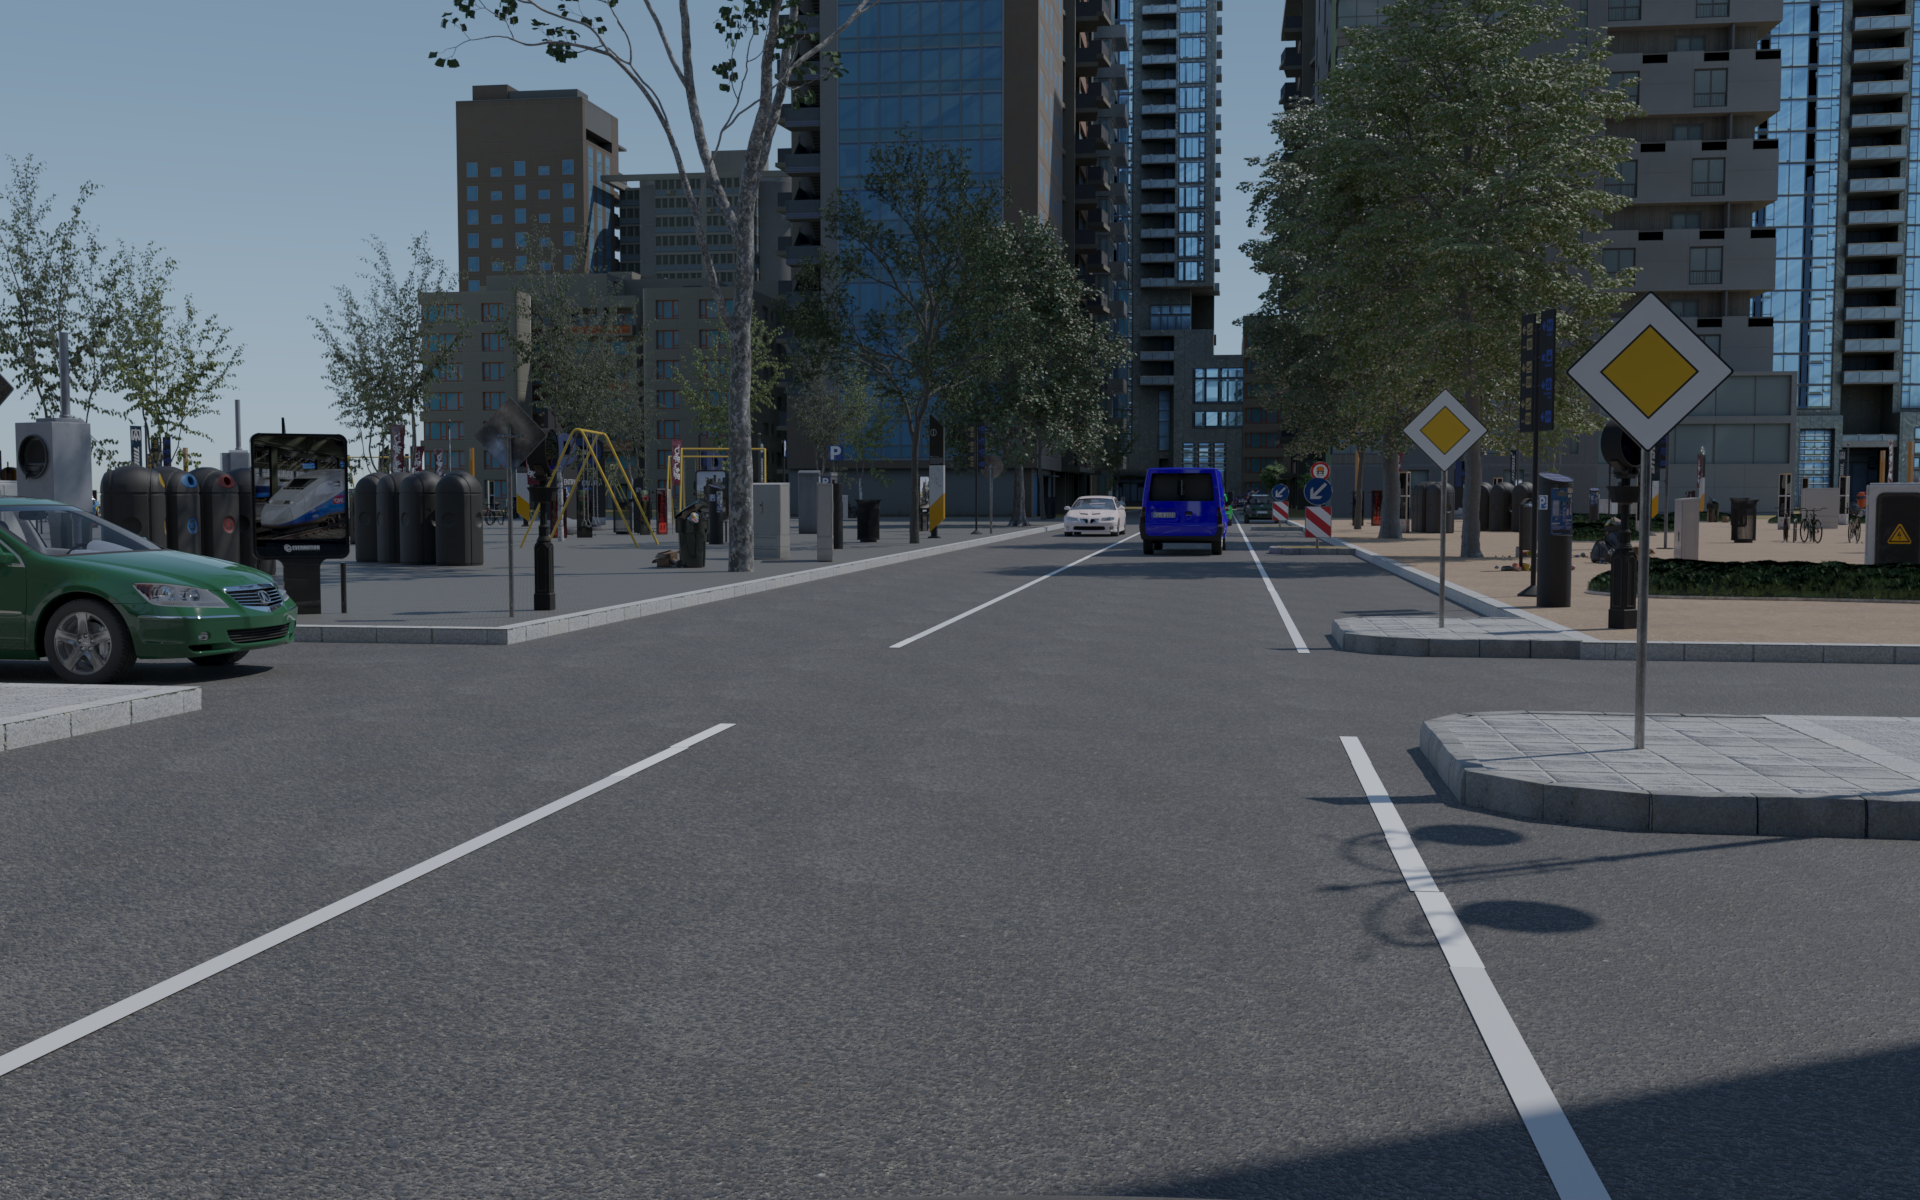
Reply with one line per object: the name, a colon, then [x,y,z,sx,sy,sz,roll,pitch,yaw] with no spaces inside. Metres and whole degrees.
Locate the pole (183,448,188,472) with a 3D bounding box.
pole: [-33.907,-5.018,75.893,0.158,3.312,0.155,0,3,0]

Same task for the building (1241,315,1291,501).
building: [44.996,-20.881,186.442,28.899,21.520,27.650,1,4,9]

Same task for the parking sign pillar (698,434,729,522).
parking sign pillar: [-11.307,-5.530,78.884,1.447,3.967,1.447,2,4,34]

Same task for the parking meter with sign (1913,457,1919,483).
parking meter with sign: [44.563,-5.166,80.726,1.738,3.016,0.543,-3,4,-37]

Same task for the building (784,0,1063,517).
building: [-1.554,-27.581,101.068,14.600,45.320,14.200,1,4,9]

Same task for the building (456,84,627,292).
building: [-45.968,-33.173,192.489,14.200,45.320,14.600,1,4,9]

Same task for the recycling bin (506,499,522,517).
recycling bin: [-24.534,-5.079,95.588,0.722,1.027,0.722,2,4,24]

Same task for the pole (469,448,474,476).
pole: [-21.537,-5.054,76.471,0.158,3.312,0.155,0,3,0]

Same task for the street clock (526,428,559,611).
street clock: [-4.593,-0.889,19.098,0.358,2.002,0.471,0,4,5]

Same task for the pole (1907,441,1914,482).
pole: [36.694,-4.469,66.904,0.158,3.312,0.155,0,3,0]

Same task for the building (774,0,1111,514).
building: [-0.913,-28.640,122.887,22.147,44.769,28.867,1,4,9]

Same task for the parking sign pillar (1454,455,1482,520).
parking sign pillar: [25.578,-6.038,87.192,1.447,3.967,1.447,2,4,32]

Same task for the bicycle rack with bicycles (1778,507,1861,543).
bicycle rack with bicycles: [23.009,-1.995,45.997,2.852,0.926,2.925,2,4,28]

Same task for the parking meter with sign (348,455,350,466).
parking meter with sign: [-27.388,-4.900,76.368,0.543,3.016,1.738,0,4,-4]

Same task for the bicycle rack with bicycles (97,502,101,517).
bicycle rack with bicycles: [-46.988,-4.913,93.711,2.852,0.926,2.925,-3,5,-41]

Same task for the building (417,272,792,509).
building: [-30.051,-19.269,160.082,28.899,21.520,27.650,1,4,9]

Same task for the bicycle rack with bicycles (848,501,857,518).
bicycle rack with bicycles: [-6.234,-4.844,92.583,2.925,0.926,2.852,1,4,12]

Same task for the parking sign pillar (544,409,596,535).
parking sign pillar: [-12.764,-4.097,55.452,1.447,3.967,1.447,1,4,18]

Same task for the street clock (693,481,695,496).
street clock: [-14.566,-5.569,95.617,0.358,2.002,0.471,-1,4,-16]

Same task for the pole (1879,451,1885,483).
pole: [43.294,-5.351,81.340,0.158,3.312,0.155,0,3,0]

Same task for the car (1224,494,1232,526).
car: [11.526,-4.311,79.276,1.959,1.807,4.718,0,4,7]

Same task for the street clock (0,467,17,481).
street clock: [-25.222,-2.537,46.058,0.471,2.002,0.358,0,4,-5]

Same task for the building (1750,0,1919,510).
building: [71.633,-50.941,145.552,31.000,86.520,22.319,1,4,9]

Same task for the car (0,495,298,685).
car: [-7.834,-0.138,14.047,4.920,1.459,2.131,1,4,10]

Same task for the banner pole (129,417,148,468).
banner pole: [-26.437,-4.031,55.921,0.401,3.779,0.863,1,4,22]

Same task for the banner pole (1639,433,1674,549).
banner pole: [16.290,-3.086,40.475,0.863,3.779,0.401,3,4,38]

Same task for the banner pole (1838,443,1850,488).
banner pole: [43.650,-5.842,85.534,0.401,3.779,0.863,-1,4,-12]

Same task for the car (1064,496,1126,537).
car: [4.715,-2.918,60.064,2.083,1.381,4.827,1,4,10]

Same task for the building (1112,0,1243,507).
building: [14.930,-53.437,186.364,31.000,86.520,22.319,1,4,9]

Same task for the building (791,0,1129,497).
building: [-0.298,-32.899,157.511,30.456,49.044,23.786,1,4,9]

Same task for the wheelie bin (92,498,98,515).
wheelie bin: [-16.863,-1.521,32.772,0.693,1.594,0.980,3,4,38]

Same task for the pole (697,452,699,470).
pole: [-12.674,-5.533,84.309,0.158,3.312,0.155,0,3,0]

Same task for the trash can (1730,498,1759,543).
trash can: [20.647,-2.077,45.619,0.748,1.137,0.748,0,3,0]

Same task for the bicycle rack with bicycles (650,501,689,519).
bicycle rack with bicycles: [-15.216,-4.617,88.871,2.852,0.926,2.925,-1,4,-21]

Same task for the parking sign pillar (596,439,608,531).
parking sign pillar: [-13.181,-4.437,61.020,1.447,3.967,1.447,-1,4,-20]

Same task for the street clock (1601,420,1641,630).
street clock: [6.318,-0.727,16.457,0.471,2.002,0.358,-2,4,-30]

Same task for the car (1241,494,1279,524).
car: [14.805,-4.595,84.906,2.009,1.686,4.222,1,4,10]

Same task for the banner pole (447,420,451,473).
banner pole: [-17.067,-4.157,57.988,0.401,3.779,0.863,-1,4,-18]

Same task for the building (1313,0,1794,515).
building: [38.497,-32.357,118.280,28.713,52.752,27.495,1,4,9]

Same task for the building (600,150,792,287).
building: [-25.553,-30.973,198.295,23.993,40.220,32.217,1,4,9]

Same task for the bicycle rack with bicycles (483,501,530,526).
bicycle rack with bicycles: [-19.864,-3.534,71.167,2.852,0.926,2.925,2,4,32]

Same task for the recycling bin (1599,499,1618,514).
recycling bin: [32.591,-4.556,87.043,0.722,1.027,0.722,-3,5,-39]

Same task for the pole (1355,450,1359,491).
pole: [18.453,-5.296,80.431,0.158,3.312,0.155,0,3,0]

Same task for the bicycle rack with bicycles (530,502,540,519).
bicycle rack with bicycles: [-22.304,-4.597,88.535,2.852,0.926,2.925,0,4,5]

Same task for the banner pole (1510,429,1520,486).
banner pole: [21.400,-4.695,66.781,0.401,3.779,0.863,-1,4,-9]

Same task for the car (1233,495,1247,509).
car: [26.854,-9.306,164.733,1.945,1.354,3.894,1,4,8]

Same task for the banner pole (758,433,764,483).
banner pole: [-8.184,-4.971,71.296,0.401,3.779,0.863,1,4,8]

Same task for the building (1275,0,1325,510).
building: [38.332,-30.119,147.064,22.147,44.769,28.867,1,4,9]

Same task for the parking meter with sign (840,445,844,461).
parking meter with sign: [-4.662,-3.969,61.162,0.543,3.016,1.738,1,4,16]

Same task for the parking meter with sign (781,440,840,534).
parking meter with sign: [-4.848,-3.644,55.835,1.738,3.016,0.543,0,4,1]

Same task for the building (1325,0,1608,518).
building: [28.081,-25.376,98.499,14.154,41.232,14.086,1,4,9]
